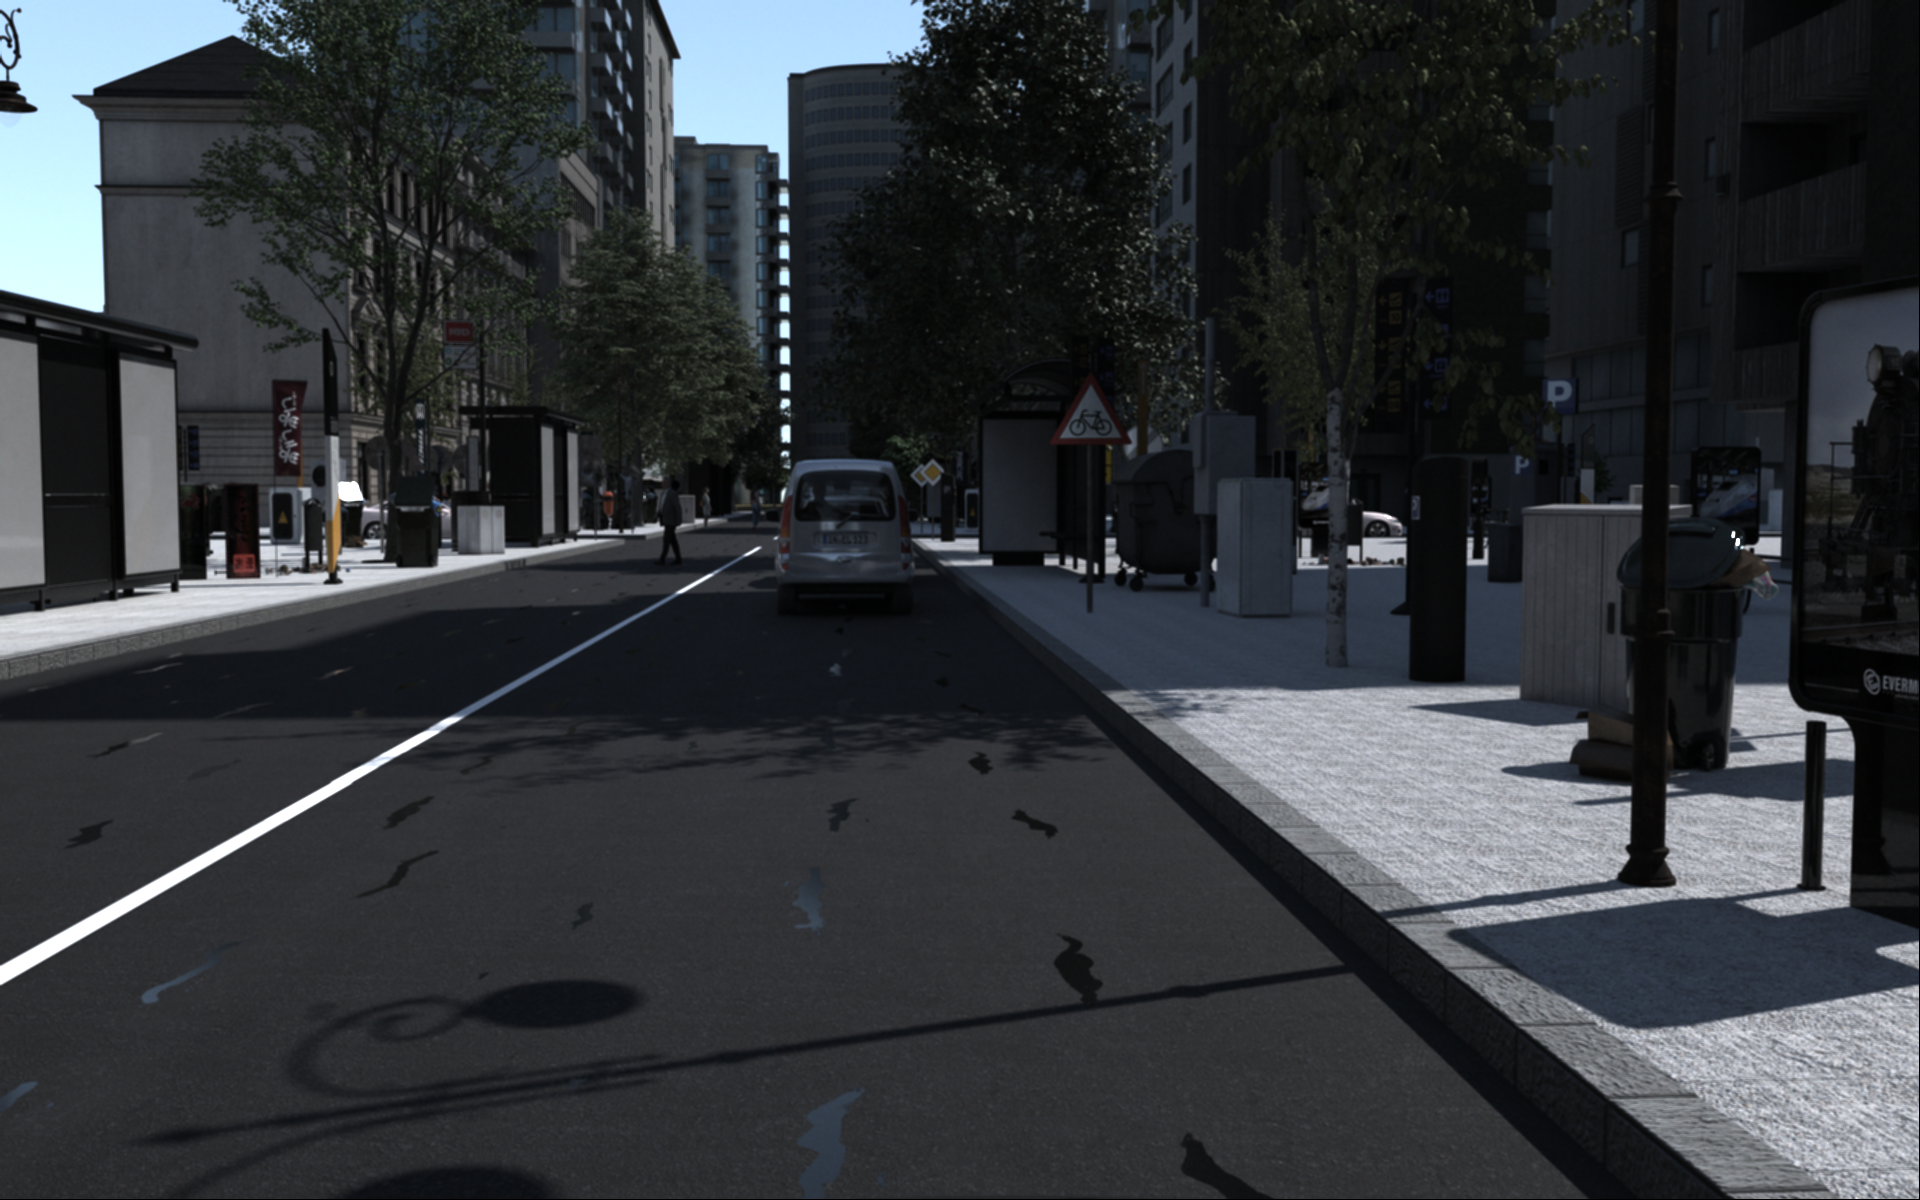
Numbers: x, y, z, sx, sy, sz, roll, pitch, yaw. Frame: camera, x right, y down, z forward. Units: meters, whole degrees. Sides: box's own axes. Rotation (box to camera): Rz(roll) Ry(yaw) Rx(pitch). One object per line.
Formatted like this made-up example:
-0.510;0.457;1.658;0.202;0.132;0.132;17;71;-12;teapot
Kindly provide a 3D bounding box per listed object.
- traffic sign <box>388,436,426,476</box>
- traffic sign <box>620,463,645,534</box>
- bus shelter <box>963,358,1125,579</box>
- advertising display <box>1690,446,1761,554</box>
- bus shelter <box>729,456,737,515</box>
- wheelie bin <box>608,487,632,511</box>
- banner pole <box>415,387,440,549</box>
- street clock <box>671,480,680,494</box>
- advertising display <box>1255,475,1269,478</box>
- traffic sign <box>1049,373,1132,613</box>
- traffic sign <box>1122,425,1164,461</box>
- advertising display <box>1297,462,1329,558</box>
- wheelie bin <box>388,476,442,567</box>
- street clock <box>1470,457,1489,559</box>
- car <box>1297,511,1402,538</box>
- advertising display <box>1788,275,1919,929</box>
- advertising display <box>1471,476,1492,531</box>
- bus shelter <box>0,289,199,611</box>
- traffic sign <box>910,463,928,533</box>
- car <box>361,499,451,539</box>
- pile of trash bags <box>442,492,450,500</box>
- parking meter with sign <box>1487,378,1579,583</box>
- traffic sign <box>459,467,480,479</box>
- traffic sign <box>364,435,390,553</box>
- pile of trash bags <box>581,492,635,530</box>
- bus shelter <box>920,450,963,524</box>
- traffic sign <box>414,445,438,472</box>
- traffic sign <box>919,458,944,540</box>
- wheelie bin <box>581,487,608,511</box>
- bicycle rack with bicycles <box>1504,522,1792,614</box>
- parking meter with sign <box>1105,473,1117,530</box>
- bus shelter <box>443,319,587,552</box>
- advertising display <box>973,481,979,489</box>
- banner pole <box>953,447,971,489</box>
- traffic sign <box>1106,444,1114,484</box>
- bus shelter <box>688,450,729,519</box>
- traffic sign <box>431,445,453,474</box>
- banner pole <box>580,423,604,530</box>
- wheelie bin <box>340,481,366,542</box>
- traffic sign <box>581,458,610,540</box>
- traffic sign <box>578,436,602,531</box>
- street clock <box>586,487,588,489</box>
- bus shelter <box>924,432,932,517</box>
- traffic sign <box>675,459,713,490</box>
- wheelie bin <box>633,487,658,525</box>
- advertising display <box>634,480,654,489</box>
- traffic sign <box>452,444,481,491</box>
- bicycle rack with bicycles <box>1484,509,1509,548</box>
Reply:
-12.490;-2.389;39.065;0.884;2.594;0.081;0;4;1;traffic sign
-10.576;-3.196;55.902;0.795;2.450;0.064;0;4;-3;traffic sign
1.280;-2.117;28.539;2.014;3.302;5.546;0;4;-4;bus shelter
10.413;-1.124;23.588;0.974;1.923;0.123;-1;4;-9;advertising display
-14.639;-6.972;105.274;1.731;3.624;6.357;0;4;-3;bus shelter
-18.035;-5.136;91.886;0.693;1.594;0.980;3;5;43;wheelie bin
-12.413;-3.066;40.152;0.401;3.779;0.863;1;4;9;banner pole
-15.089;-5.338;91.841;0.471;2.002;0.358;-1;4;-10;street clock
10.161;-3.335;59.738;0.974;1.923;0.123;2;4;26;advertising display
1.404;-1.142;18.676;0.884;2.594;0.081;0;4;1;traffic sign
3.343;-1.935;31.744;0.768;2.556;0.104;0;4;4;traffic sign
7.301;-1.826;35.067;0.974;1.923;0.123;-1;4;-11;advertising display
-9.557;-1.379;30.459;0.980;1.594;0.693;0;4;-1;wheelie bin
10.240;-1.810;34.158;0.358;2.002;0.471;2;4;28;street clock
11.075;-2.483;52.959;4.827;1.381;2.083;0;4;-3;car
2.855;0.003;5.165;0.123;1.923;0.974;-1;4;-12;advertising display
18.256;-3.392;60.673;0.123;1.923;0.974;-1;4;-20;advertising display
-10.792;-2.486;18.280;2.179;5.291;8.768;0;4;-3;bus shelter
-1.248;-3.230;56.448;0.795;2.450;0.064;0;4;-3;traffic sign
-15.493;-2.349;50.762;4.827;1.381;2.083;0;4;-3;car
-19.221;-3.552;67.830;3.447;1.369;1.912;2;4;24;pile of trash bags
8.445;-1.795;25.603;1.738;3.016;0.543;-3;5;-43;parking meter with sign
-13.669;-2.823;48.293;0.606;2.300;0.079;0;4;6;traffic sign
-12.562;-2.293;37.602;0.768;2.556;0.104;0;4;4;traffic sign
-13.031;-3.323;64.076;1.912;1.369;3.447;-1;4;-12;pile of trash bags
-0.597;-4.892;73.912;2.014;3.302;5.546;0;4;-3;bus shelter
-13.816;-2.722;44.607;0.768;2.556;0.104;0;4;5;traffic sign
-0.762;-2.742;48.478;0.795;2.450;0.064;0;4;-3;traffic sign
-14.474;-3.679;68.060;0.693;1.594;0.980;1;4;16;wheelie bin
7.787;-0.338;18.907;2.852;0.926;2.925;0;4;3;bicycle rack with bicycles
5.967;-4.016;61.920;1.738;3.016;0.543;-1;4;-16;parking meter with sign
-10.942;-3.974;42.600;2.179;5.291;8.768;0;4;-3;bus shelter
0.913;-4.983;86.684;0.123;1.923;0.974;-1;4;-22;advertising display
0.135;-4.332;60.840;0.863;3.779;0.401;-1;4;-19;banner pole
2.783;-3.080;44.238;2.265;3.308;0.079;0;4;-2;traffic sign
-13.689;-6.226;93.079;1.731;3.624;6.357;0;4;-4;bus shelter
-13.552;-2.744;44.963;0.768;2.556;0.104;0;4;-1;traffic sign
-13.003;-4.350;61.140;0.863;3.779;0.401;1;4;9;banner pole
-15.193;-2.129;42.723;0.693;1.594;0.980;3;5;42;wheelie bin
-10.090;-2.709;47.932;0.795;2.450;0.064;0;4;-3;traffic sign
-13.612;-4.072;60.458;2.265;3.308;0.079;0;4;5;traffic sign
-20.031;-5.467;93.959;0.471;2.002;0.358;1;4;9;street clock
-1.952;-7.193;95.235;2.179;5.291;8.768;0;4;-3;bus shelter
-15.608;-6.599;101.769;2.265;3.308;0.079;0;4;-3;traffic sign
-13.622;-4.140;75.603;0.980;1.594;0.693;3;4;36;wheelie bin
-14.025;-4.375;76.749;0.974;1.923;0.123;-2;4;-31;advertising display
-12.608;-2.701;44.274;0.768;2.556;0.104;0;4;6;traffic sign
13.440;-1.702;41.211;2.925;0.926;2.852;-2;4;-29;bicycle rack with bicycles
